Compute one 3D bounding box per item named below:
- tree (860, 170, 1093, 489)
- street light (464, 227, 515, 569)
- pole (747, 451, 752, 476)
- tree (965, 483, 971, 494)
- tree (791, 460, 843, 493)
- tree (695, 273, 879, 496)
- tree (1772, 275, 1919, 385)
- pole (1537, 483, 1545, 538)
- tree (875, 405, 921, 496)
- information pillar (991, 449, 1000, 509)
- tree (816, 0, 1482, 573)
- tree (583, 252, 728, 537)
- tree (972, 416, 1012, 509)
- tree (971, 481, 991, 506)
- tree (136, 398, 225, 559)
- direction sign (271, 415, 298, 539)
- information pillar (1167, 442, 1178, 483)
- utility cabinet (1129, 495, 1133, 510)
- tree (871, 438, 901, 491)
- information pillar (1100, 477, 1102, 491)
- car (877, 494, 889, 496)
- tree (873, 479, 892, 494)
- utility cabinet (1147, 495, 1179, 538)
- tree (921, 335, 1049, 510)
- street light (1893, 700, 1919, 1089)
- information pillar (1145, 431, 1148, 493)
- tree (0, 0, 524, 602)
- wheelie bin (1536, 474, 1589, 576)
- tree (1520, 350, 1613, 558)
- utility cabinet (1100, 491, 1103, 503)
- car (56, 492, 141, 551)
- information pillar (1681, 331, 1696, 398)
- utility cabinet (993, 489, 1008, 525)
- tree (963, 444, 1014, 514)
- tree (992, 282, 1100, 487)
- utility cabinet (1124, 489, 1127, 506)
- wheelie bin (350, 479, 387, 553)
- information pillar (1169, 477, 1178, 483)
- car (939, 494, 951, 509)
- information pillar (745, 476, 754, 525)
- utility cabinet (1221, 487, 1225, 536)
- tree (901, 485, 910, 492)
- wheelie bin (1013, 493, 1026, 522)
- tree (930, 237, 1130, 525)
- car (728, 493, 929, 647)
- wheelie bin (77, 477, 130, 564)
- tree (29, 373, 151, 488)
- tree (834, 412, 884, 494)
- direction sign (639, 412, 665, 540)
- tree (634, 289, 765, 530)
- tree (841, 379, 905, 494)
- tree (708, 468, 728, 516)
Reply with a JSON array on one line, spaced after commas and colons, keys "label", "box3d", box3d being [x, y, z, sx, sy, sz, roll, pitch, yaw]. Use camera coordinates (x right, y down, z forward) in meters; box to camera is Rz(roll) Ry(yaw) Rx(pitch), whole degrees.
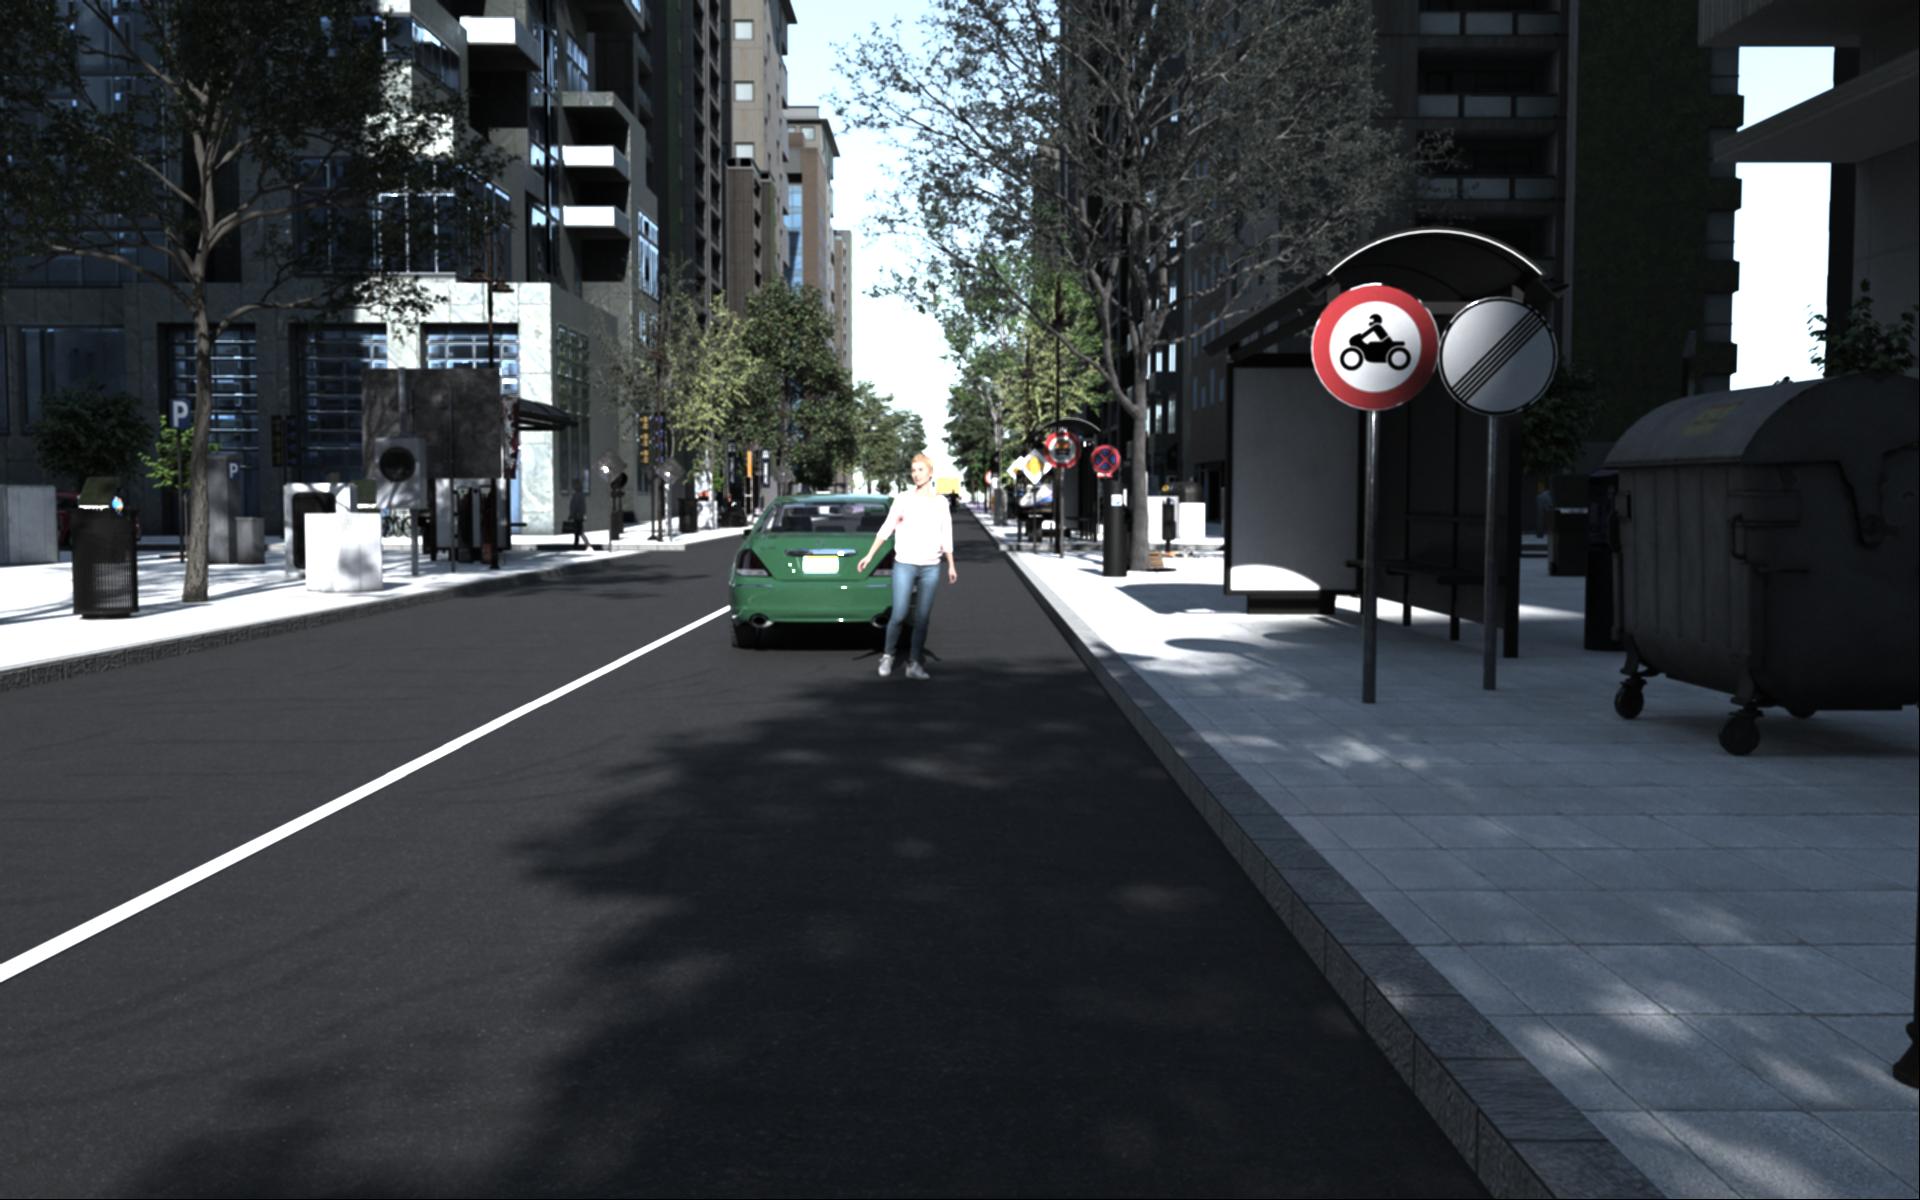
[{"label": "tree", "box3d": [0.958, -15.031, 101.650, 12.611, 20.169, 13.585, 0, 3, 0]}, {"label": "street light", "box3d": [-7.979, -3.470, 29.515, 0.468, 5.910, 1.993, 0, 3, 0]}, {"label": "pole", "box3d": [-10.015, -5.425, 82.549, 0.158, 3.312, 0.155, 0, 3, 0]}, {"label": "tree", "box3d": [1.522, -15.554, 248.901, 1.663, 3.219, 1.824, 0, 3, 0]}, {"label": "tree", "box3d": [-8.467, -7.237, 102.045, 4.285, 4.588, 4.351, 0, 3, 0]}, {"label": "tree", "box3d": [-8.992, -10.570, 89.825, 9.611, 12.733, 9.660, 0, 3, 0]}, {"label": "tree", "box3d": [8.092, -1.271, 15.379, 1.663, 3.219, 1.824, 0, 3, 0]}, {"label": "pole", "box3d": [16.947, -3.464, 50.486, 0.158, 3.312, 0.155, 0, 3, 0]}, {"label": "tree", "box3d": [-8.548, -20.760, 246.084, 9.857, 13.997, 8.962, 0, 3, 0]}, {"label": "information pillar", "box3d": [1.836, -5.996, 89.392, 0.504, 3.616, 0.183, 0, 4, -3]}, {"label": "tree", "box3d": [2.887, -7.221, 28.427, 12.009, 13.543, 11.850, 0, 3, 0]}, {"label": "tree", "box3d": [-9.061, -6.214, 51.968, 4.360, 8.622, 3.978, 0, 3, 0]}, {"label": "tree", "box3d": [2.935, -13.609, 172.864, 4.360, 8.622, 3.978, 0, 3, 0]}, {"label": "tree", "box3d": [2.668, -12.138, 193.054, 1.663, 3.219, 1.824, 0, 3, 0]}, {"label": "tree", "box3d": [-15.678, -2.456, 34.752, 1.663, 3.219, 1.824, 0, 3, 0]}, {"label": "direction sign", "box3d": [-19.411, -3.537, 49.821, 0.876, 3.537, 0.379, 1, 4, 21]}, {"label": "information pillar", "box3d": [9.516, -5.278, 77.647, 0.504, 3.616, 0.183, 1, 4, 19]}, {"label": "utility cabinet", "box3d": [8.414, -4.262, 80.843, 1.020, 1.237, 0.306, 2, 4, 24]}, {"label": "tree", "box3d": [-9.152, -15.874, 209.895, 4.360, 8.622, 3.978, 0, 3, 0]}, {"label": "information pillar", "box3d": [9.786, -7.778, 118.528, 0.504, 3.616, 0.183, 1, 4, 19]}, {"label": "car", "box3d": [-5.446, -6.398, 116.412, 2.131, 1.459, 4.920, 0, 4, 0]}, {"label": "tree", "box3d": [-8.516, -11.677, 185.527, 1.663, 3.219, 1.824, 0, 3, 0]}, {"label": "utility cabinet", "box3d": [5.909, -2.440, 51.051, 1.020, 1.237, 0.306, 2, 4, 28]}, {"label": "tree", "box3d": [2.669, -14.145, 137.921, 9.857, 13.997, 8.962, 0, 3, 0]}, {"label": "street light", "box3d": [2.139, -1.885, 3.604, 0.468, 5.910, 1.993, 0, 3, 0]}, {"label": "information pillar", "box3d": [6.902, -4.471, 64.450, 0.183, 3.616, 0.504, 0, 4, -3]}, {"label": "tree", "box3d": [-8.773, -5.259, 20.396, 7.601, 10.594, 8.767, -2, 4, -27]}, {"label": "wheelie bin", "box3d": [9.551, -1.181, 27.218, 0.980, 1.594, 0.693, 1, 4, 8]}, {"label": "tree", "box3d": [11.585, -3.168, 35.514, 4.285, 4.588, 4.351, 0, 3, 0]}, {"label": "utility cabinet", "box3d": [8.688, -5.765, 102.941, 0.318, 1.500, 1.173, -1, 4, -18]}, {"label": "car", "box3d": [-22.062, -1.983, 41.464, 4.494, 1.783, 2.155, 0, 4, 0]}, {"label": "information pillar", "box3d": [10.414, -2.047, 24.823, 0.183, 3.616, 0.504, 2, 4, 34]}, {"label": "utility cabinet", "box3d": [1.652, -3.765, 70.238, 0.318, 1.500, 1.173, -1, 4, -13]}, {"label": "tree", "box3d": [2.221, -7.856, 112.165, 4.285, 4.588, 4.351, 0, 3, 0]}, {"label": "tree", "box3d": [2.878, -6.764, 60.960, 4.737, 8.622, 4.395, 0, 3, 0]}, {"label": "utility cabinet", "box3d": [4.930, -2.735, 53.394, 0.318, 1.500, 1.173, 0, 4, -2]}, {"label": "wheelie bin", "box3d": [-12.778, -1.793, 37.218, 0.980, 1.594, 0.693, -1, 4, -14]}, {"label": "information pillar", "box3d": [8.980, -4.190, 72.995, 0.304, 2.012, 0.304, 2, 4, 30]}, {"label": "car", "box3d": [-1.609, -9.581, 168.653, 2.014, 1.417, 4.499, 0, 4, 1]}, {"label": "information pillar", "box3d": [-8.711, -4.102, 71.562, 0.304, 2.012, 0.304, 0, 4, 6]}, {"label": "utility cabinet", "box3d": [8.025, -2.653, 52.051, 0.318, 1.500, 1.173, 0, 4, 4]}, {"label": "tree", "box3d": [-8.753, -17.339, 278.094, 1.663, 3.219, 1.824, 0, 3, 0]}, {"label": "wheelie bin", "box3d": [2.920, -4.342, 78.902, 0.980, 1.594, 0.693, 0, 4, 8]}, {"label": "tree", "box3d": [2.940, -8.904, 71.338, 9.928, 11.665, 9.643, 0, 3, 0]}, {"label": "car", "box3d": [-1.233, -0.356, 17.625, 2.131, 1.459, 4.920, 0, 3, 0]}, {"label": "wheelie bin", "box3d": [-15.823, -1.473, 31.988, 0.980, 1.594, 0.693, 0, 4, 7]}, {"label": "tree", "box3d": [-23.605, -3.877, 47.097, 4.285, 4.588, 4.351, 0, 3, 0]}, {"label": "tree", "box3d": [-9.341, -11.812, 143.485, 4.737, 8.622, 4.395, 0, 3, 0]}, {"label": "direction sign", "box3d": [-8.532, -3.428, 48.047, 0.876, 3.537, 0.379, 2, 4, 27]}, {"label": "tree", "box3d": [-9.134, -6.803, 61.587, 4.737, 8.622, 4.395, 0, 3, 0]}, {"label": "tree", "box3d": [-9.174, -15.460, 170.896, 7.486, 12.596, 7.792, 0, 3, 0]}, {"label": "tree", "box3d": [-14.021, -6.414, 99.475, 1.663, 3.219, 1.824, 0, 3, 0]}]
